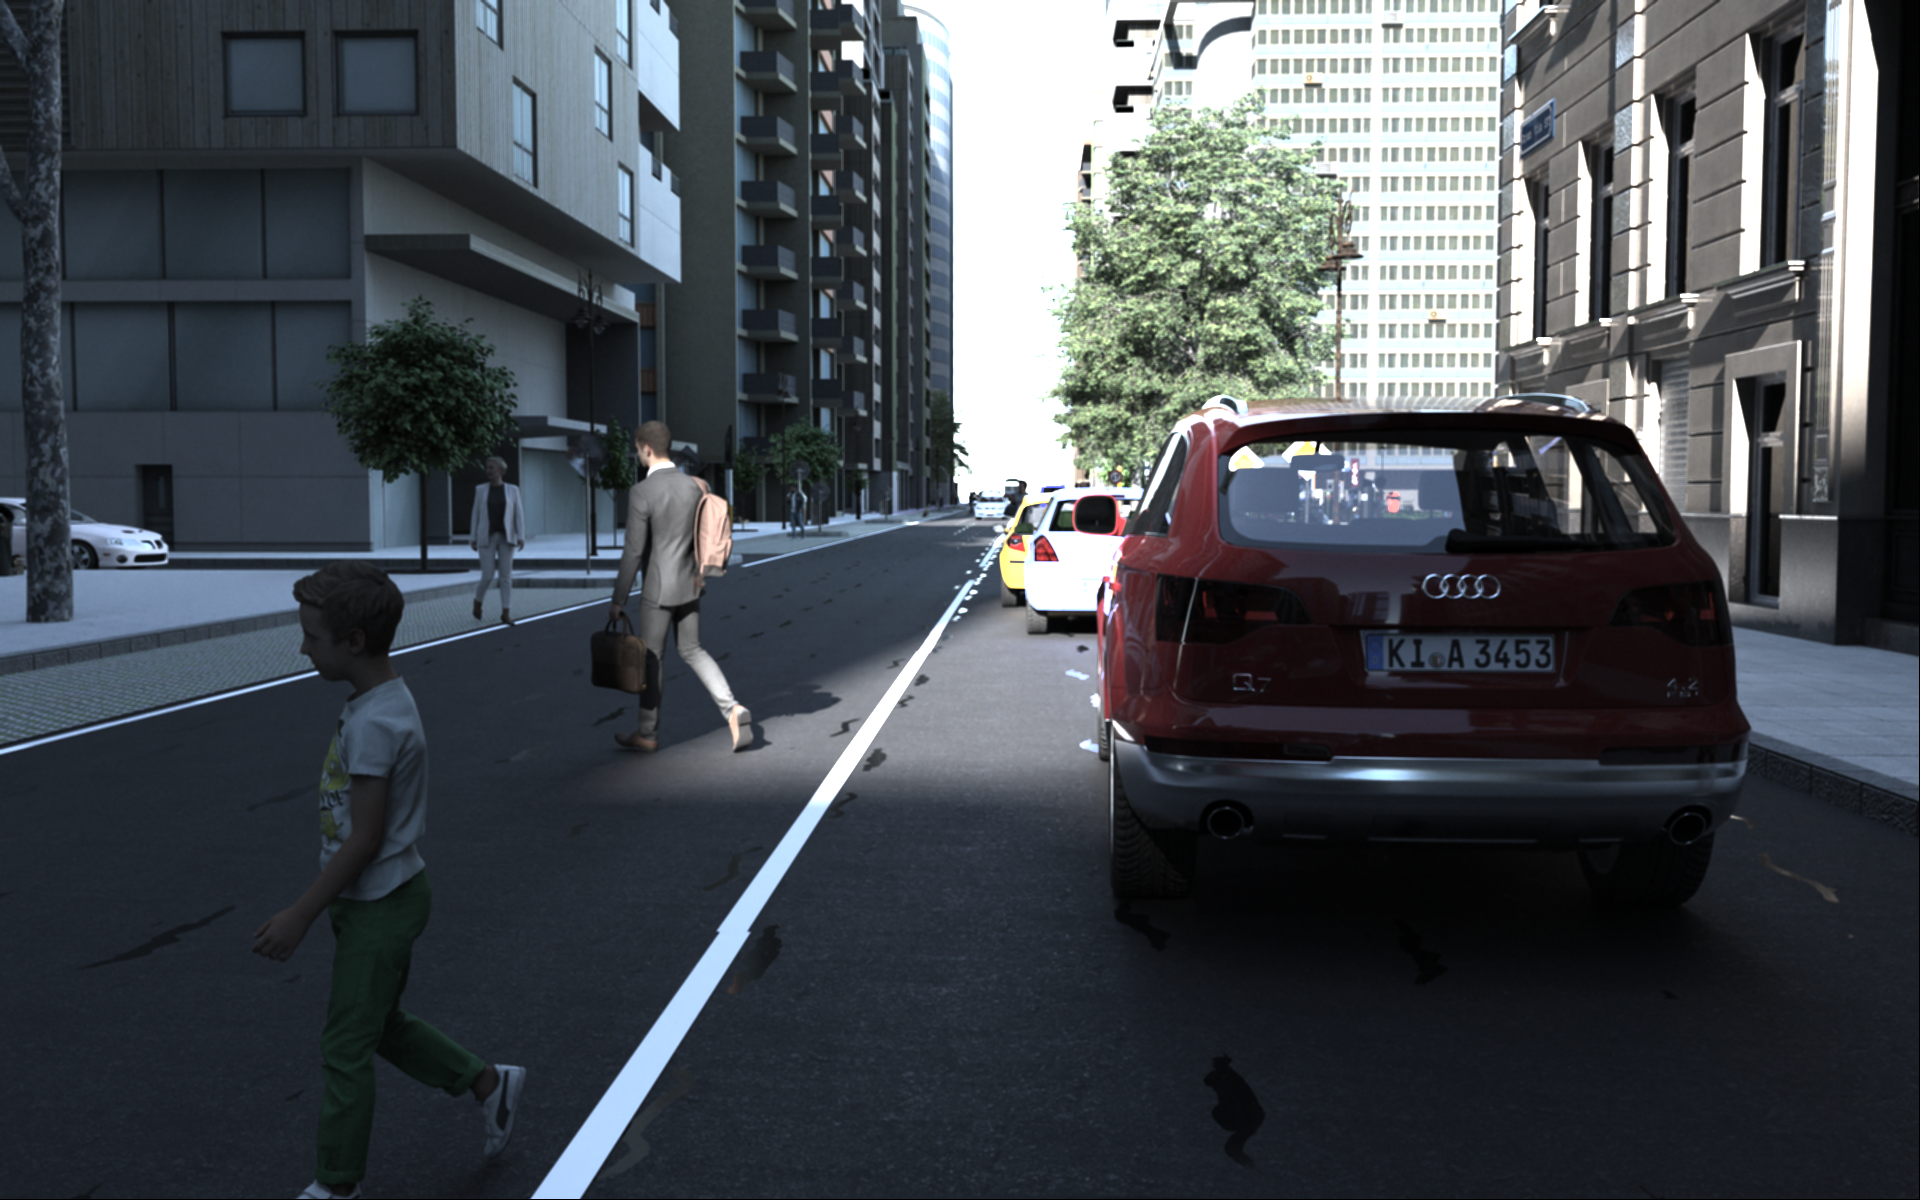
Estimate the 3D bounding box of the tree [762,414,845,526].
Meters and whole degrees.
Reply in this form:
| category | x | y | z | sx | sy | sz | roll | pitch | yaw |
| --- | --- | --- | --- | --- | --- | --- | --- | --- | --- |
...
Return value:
| category | x | y | z | sx | sy | sz | roll | pitch | yaw |
| --- | --- | --- | --- | --- | --- | --- | --- | --- | --- |
| tree | -6.372 | -5.322 | 70.729 | 4.285 | 4.588 | 4.351 | 0 | 3 | 0 |

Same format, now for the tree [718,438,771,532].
| category | x | y | z | sx | sy | sz | roll | pitch | yaw |
| --- | --- | --- | --- | --- | --- | --- | --- | --- | --- |
| tree | -7.546 | -3.983 | 59.723 | 1.663 | 3.219 | 1.824 | 0 | 3 | 0 |

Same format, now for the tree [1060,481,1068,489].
| category | x | y | z | sx | sy | sz | roll | pitch | yaw |
| --- | --- | --- | --- | --- | --- | --- | --- | --- | --- |
| tree | 15.843 | -16.594 | 265.915 | 1.663 | 3.219 | 1.824 | 0 | 3 | 0 |

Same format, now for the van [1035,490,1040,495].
| category | x | y | z | sx | sy | sz | roll | pitch | yaw |
| --- | --- | --- | --- | --- | --- | --- | --- | --- | --- |
| van | 8.784 | -10.912 | 185.422 | 2.013 | 2.044 | 4.112 | 0 | 4 | 4 |

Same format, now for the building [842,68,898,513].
| category | x | y | z | sx | sy | sz | roll | pitch | yaw |
| --- | --- | --- | --- | --- | --- | --- | --- | --- | --- |
| building | -11.806 | -21.205 | 118.405 | 14.160 | 30.474 | 14.107 | 0 | 4 | 2 |

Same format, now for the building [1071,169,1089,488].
| category | x | y | z | sx | sy | sz | roll | pitch | yaw |
| --- | --- | --- | --- | --- | --- | --- | --- | --- | --- |
| building | 22.345 | -35.629 | 232.640 | 14.600 | 45.320 | 14.200 | 0 | 4 | 2 |

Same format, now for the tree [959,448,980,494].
| category | x | y | z | sx | sy | sz | roll | pitch | yaw |
| --- | --- | --- | --- | --- | --- | --- | --- | --- | --- |
| tree | 1.471 | -19.379 | 267.203 | 4.360 | 8.622 | 3.978 | 0 | 3 | 0 |

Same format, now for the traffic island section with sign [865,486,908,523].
| category | x | y | z | sx | sy | sz | roll | pitch | yaw |
| --- | --- | --- | --- | --- | --- | --- | --- | --- | --- |
| traffic island section with sign | -3.584 | -4.683 | 85.191 | 1.989 | 1.847 | 2.006 | 0 | 4 | 2 |

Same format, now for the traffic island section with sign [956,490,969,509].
| category | x | y | z | sx | sy | sz | roll | pitch | yaw |
| --- | --- | --- | --- | --- | --- | --- | --- | --- | --- |
| traffic island section with sign | -0.439 | -9.411 | 162.496 | 1.989 | 1.847 | 2.006 | 0 | 4 | 2 |

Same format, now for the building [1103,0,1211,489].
| category | x | y | z | sx | sy | sz | roll | pitch | yaw |
| --- | --- | --- | --- | --- | --- | --- | --- | --- | --- |
| building | 26.882 | -34.653 | 155.807 | 28.713 | 52.752 | 27.495 | 0 | 4 | 2 |

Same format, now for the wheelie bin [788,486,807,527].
| category | x | y | z | sx | sy | sz | roll | pitch | yaw |
| --- | --- | --- | --- | --- | --- | --- | --- | --- | --- |
| wheelie bin | -6.390 | -3.674 | 67.978 | 0.693 | 1.594 | 0.980 | 0 | 4 | 4 |

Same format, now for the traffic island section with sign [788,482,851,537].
| category | x | y | z | sx | sy | sz | roll | pitch | yaw |
| --- | --- | --- | --- | --- | --- | --- | --- | --- | --- |
| traffic island section with sign | -4.703 | -3.036 | 58.259 | 1.989 | 1.847 | 2.006 | 0 | 4 | 2 |

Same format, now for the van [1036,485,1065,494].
| category | x | y | z | sx | sy | sz | roll | pitch | yaw |
| --- | --- | --- | --- | --- | --- | --- | --- | --- | --- |
| van | 6.404 | -7.064 | 119.886 | 2.240 | 2.365 | 5.245 | 0 | 4 | 2 |

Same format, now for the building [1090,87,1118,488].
| category | x | y | z | sx | sy | sz | roll | pitch | yaw |
| --- | --- | --- | --- | --- | --- | --- | --- | --- | --- |
| building | 20.390 | -30.200 | 177.369 | 14.154 | 41.232 | 14.086 | 0 | 4 | 2 |

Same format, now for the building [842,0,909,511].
| category | x | y | z | sx | sy | sz | roll | pitch | yaw |
| --- | --- | --- | --- | --- | --- | --- | --- | --- | --- |
| building | -14.551 | -42.612 | 134.950 | 20.563 | 71.187 | 20.611 | 0 | 4 | 2 |

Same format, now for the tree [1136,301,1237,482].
| category | x | y | z | sx | sy | sz | roll | pitch | yaw |
| --- | --- | --- | --- | --- | --- | --- | --- | --- | --- |
| tree | 8.317 | -6.962 | 64.188 | 4.360 | 8.622 | 3.978 | 0 | 3 | 0 |

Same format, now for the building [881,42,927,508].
| category | x | y | z | sx | sy | sz | roll | pitch | yaw |
| --- | --- | --- | --- | --- | --- | --- | --- | --- | --- |
| building | -10.430 | -28.711 | 153.027 | 14.154 | 41.232 | 14.086 | 0 | 4 | 2 |

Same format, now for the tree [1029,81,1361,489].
| category | x | y | z | sx | sy | sz | roll | pitch | yaw |
| --- | --- | --- | --- | --- | --- | --- | --- | --- | --- |
| tree | 7.500 | -8.993 | 53.696 | 9.857 | 13.997 | 8.962 | 0 | 3 | 0 |

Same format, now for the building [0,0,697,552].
| category | x | y | z | sx | sy | sz | roll | pitch | yaw |
| --- | --- | --- | --- | --- | --- | --- | --- | --- | --- |
| building | -23.573 | -28.137 | 49.286 | 28.713 | 52.752 | 27.495 | 0 | 4 | 2 |

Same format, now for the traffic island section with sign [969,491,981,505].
| category | x | y | z | sx | sy | sz | roll | pitch | yaw |
| --- | --- | --- | --- | --- | --- | --- | --- | --- | --- |
| traffic island section with sign | 1.818 | -12.782 | 217.617 | 1.989 | 1.847 | 2.006 | 0 | 4 | 2 |

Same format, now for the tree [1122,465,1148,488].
| category | x | y | z | sx | sy | sz | roll | pitch | yaw |
| --- | --- | --- | --- | --- | --- | --- | --- | --- | --- |
| tree | 9.796 | -6.323 | 97.979 | 1.663 | 3.219 | 1.824 | 0 | 3 | 0 |

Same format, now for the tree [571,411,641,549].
| category | x | y | z | sx | sy | sz | roll | pitch | yaw |
| --- | --- | --- | --- | --- | --- | --- | --- | --- | --- |
| tree | -8.047 | -2.821 | 40.721 | 1.663 | 3.219 | 1.824 | 0 | 3 | 0 |

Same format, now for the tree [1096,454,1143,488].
| category | x | y | z | sx | sy | sz | roll | pitch | yaw |
| --- | --- | --- | --- | --- | --- | --- | --- | --- | --- |
| tree | 10.484 | -7.784 | 110.978 | 4.285 | 4.588 | 4.351 | 0 | 3 | 0 |

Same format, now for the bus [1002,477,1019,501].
| category | x | y | z | sx | sy | sz | roll | pitch | yaw |
| --- | --- | --- | --- | --- | --- | --- | --- | --- | --- |
| bus | 7.869 | -16.462 | 260.692 | 2.896 | 3.916 | 12.252 | 0 | 4 | 2 |

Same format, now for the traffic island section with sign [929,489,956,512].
| category | x | y | z | sx | sy | sz | roll | pitch | yaw |
| --- | --- | --- | --- | --- | --- | --- | --- | --- | --- |
| traffic island section with sign | -1.556 | -7.719 | 134.826 | 1.989 | 1.847 | 2.006 | 0 | 4 | 2 |

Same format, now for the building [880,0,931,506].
| category | x | y | z | sx | sy | sz | roll | pitch | yaw |
| --- | --- | --- | --- | --- | --- | --- | --- | --- | --- |
| building | -14.156 | -33.460 | 170.780 | 21.300 | 48.544 | 21.600 | 0 | 4 | 2 |

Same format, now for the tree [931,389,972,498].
| category | x | y | z | sx | sy | sz | roll | pitch | yaw |
| --- | --- | --- | --- | --- | --- | --- | --- | --- | --- |
| tree | -2.480 | -16.448 | 187.057 | 7.486 | 12.596 | 7.792 | 0 | 3 | 0 |

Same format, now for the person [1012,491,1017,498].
| category | x | y | z | sx | sy | sz | roll | pitch | yaw |
| --- | --- | --- | --- | --- | --- | --- | --- | --- | --- |
| person | 7.243 | -12.953 | 220.419 | 1.348 | 1.807 | 0.705 | -2 | 4 | -24 |

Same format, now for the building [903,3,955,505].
| category | x | y | z | sx | sy | sz | roll | pitch | yaw |
| --- | --- | --- | --- | --- | --- | --- | --- | --- | --- |
| building | -11.789 | -40.775 | 208.676 | 21.231 | 58.520 | 28.212 | 0 | 4 | 2 |

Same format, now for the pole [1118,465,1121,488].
| category | x | y | z | sx | sy | sz | roll | pitch | yaw |
| --- | --- | --- | --- | --- | --- | --- | --- | --- | --- |
| pole | 9.852 | -6.915 | 106.897 | 0.158 | 3.312 | 0.155 | 0 | 3 | 0 |

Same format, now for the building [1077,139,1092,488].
| category | x | y | z | sx | sy | sz | roll | pitch | yaw |
| --- | --- | --- | --- | --- | --- | --- | --- | --- | --- |
| building | 25.534 | -33.985 | 210.282 | 22.147 | 44.769 | 28.867 | 0 | 4 | 2 |

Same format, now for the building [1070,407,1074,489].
| category | x | y | z | sx | sy | sz | roll | pitch | yaw |
| --- | --- | --- | --- | --- | --- | --- | --- | --- | --- |
| building | 30.423 | -25.047 | 254.565 | 27.650 | 21.520 | 28.899 | 0 | 4 | 2 |

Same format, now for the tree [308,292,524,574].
| category | x | y | z | sx | sy | sz | roll | pitch | yaw |
| --- | --- | --- | --- | --- | --- | --- | --- | --- | --- |
| tree | -8.890 | -2.728 | 28.311 | 4.285 | 4.588 | 4.351 | 0 | 3 | 0 |

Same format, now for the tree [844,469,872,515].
| category | x | y | z | sx | sy | sz | roll | pitch | yaw |
| --- | --- | --- | --- | --- | --- | --- | --- | --- | --- |
| tree | -6.566 | -6.980 | 108.729 | 1.663 | 3.219 | 1.824 | 0 | 3 | 0 |

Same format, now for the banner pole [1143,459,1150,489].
| category | x | y | z | sx | sy | sz | roll | pitch | yaw |
| --- | --- | --- | --- | --- | --- | --- | --- | --- | --- |
| banner pole | 11.703 | -7.164 | 107.141 | 0.863 | 3.779 | 0.401 | 1 | 4 | 20 |

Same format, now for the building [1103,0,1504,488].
| category | x | y | z | sx | sy | sz | roll | pitch | yaw |
| --- | --- | --- | --- | --- | --- | --- | --- | --- | --- |
| building | 27.145 | -26.822 | 130.423 | 32.217 | 40.220 | 23.993 | 0 | 4 | 2 |

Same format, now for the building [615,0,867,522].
| category | x | y | z | sx | sy | sz | roll | pitch | yaw |
| --- | --- | --- | --- | --- | --- | --- | --- | --- | --- |
| building | -16.655 | -26.683 | 90.894 | 22.147 | 44.769 | 28.867 | 0 | 4 | 2 |

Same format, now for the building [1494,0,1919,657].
| category | x | y | z | sx | sy | sz | roll | pitch | yaw |
| --- | --- | --- | --- | --- | --- | --- | --- | --- | --- |
| building | 13.008 | -13.180 | 12.755 | 12.463 | 27.353 | 25.104 | 0 | 4 | 2 |

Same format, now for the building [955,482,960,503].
| category | x | y | z | sx | sy | sz | roll | pitch | yaw |
| --- | --- | --- | --- | --- | --- | --- | --- | --- | --- |
| building | -16.413 | -34.117 | 249.700 | 32.217 | 40.220 | 23.993 | 0 | 4 | 2 |

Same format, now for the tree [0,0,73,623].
| category | x | y | z | sx | sy | sz | roll | pitch | yaw |
| --- | --- | --- | --- | --- | --- | --- | --- | --- | --- |
| tree | -10.189 | -9.912 | 17.954 | 12.611 | 20.169 | 13.585 | 0 | 3 | 0 |
